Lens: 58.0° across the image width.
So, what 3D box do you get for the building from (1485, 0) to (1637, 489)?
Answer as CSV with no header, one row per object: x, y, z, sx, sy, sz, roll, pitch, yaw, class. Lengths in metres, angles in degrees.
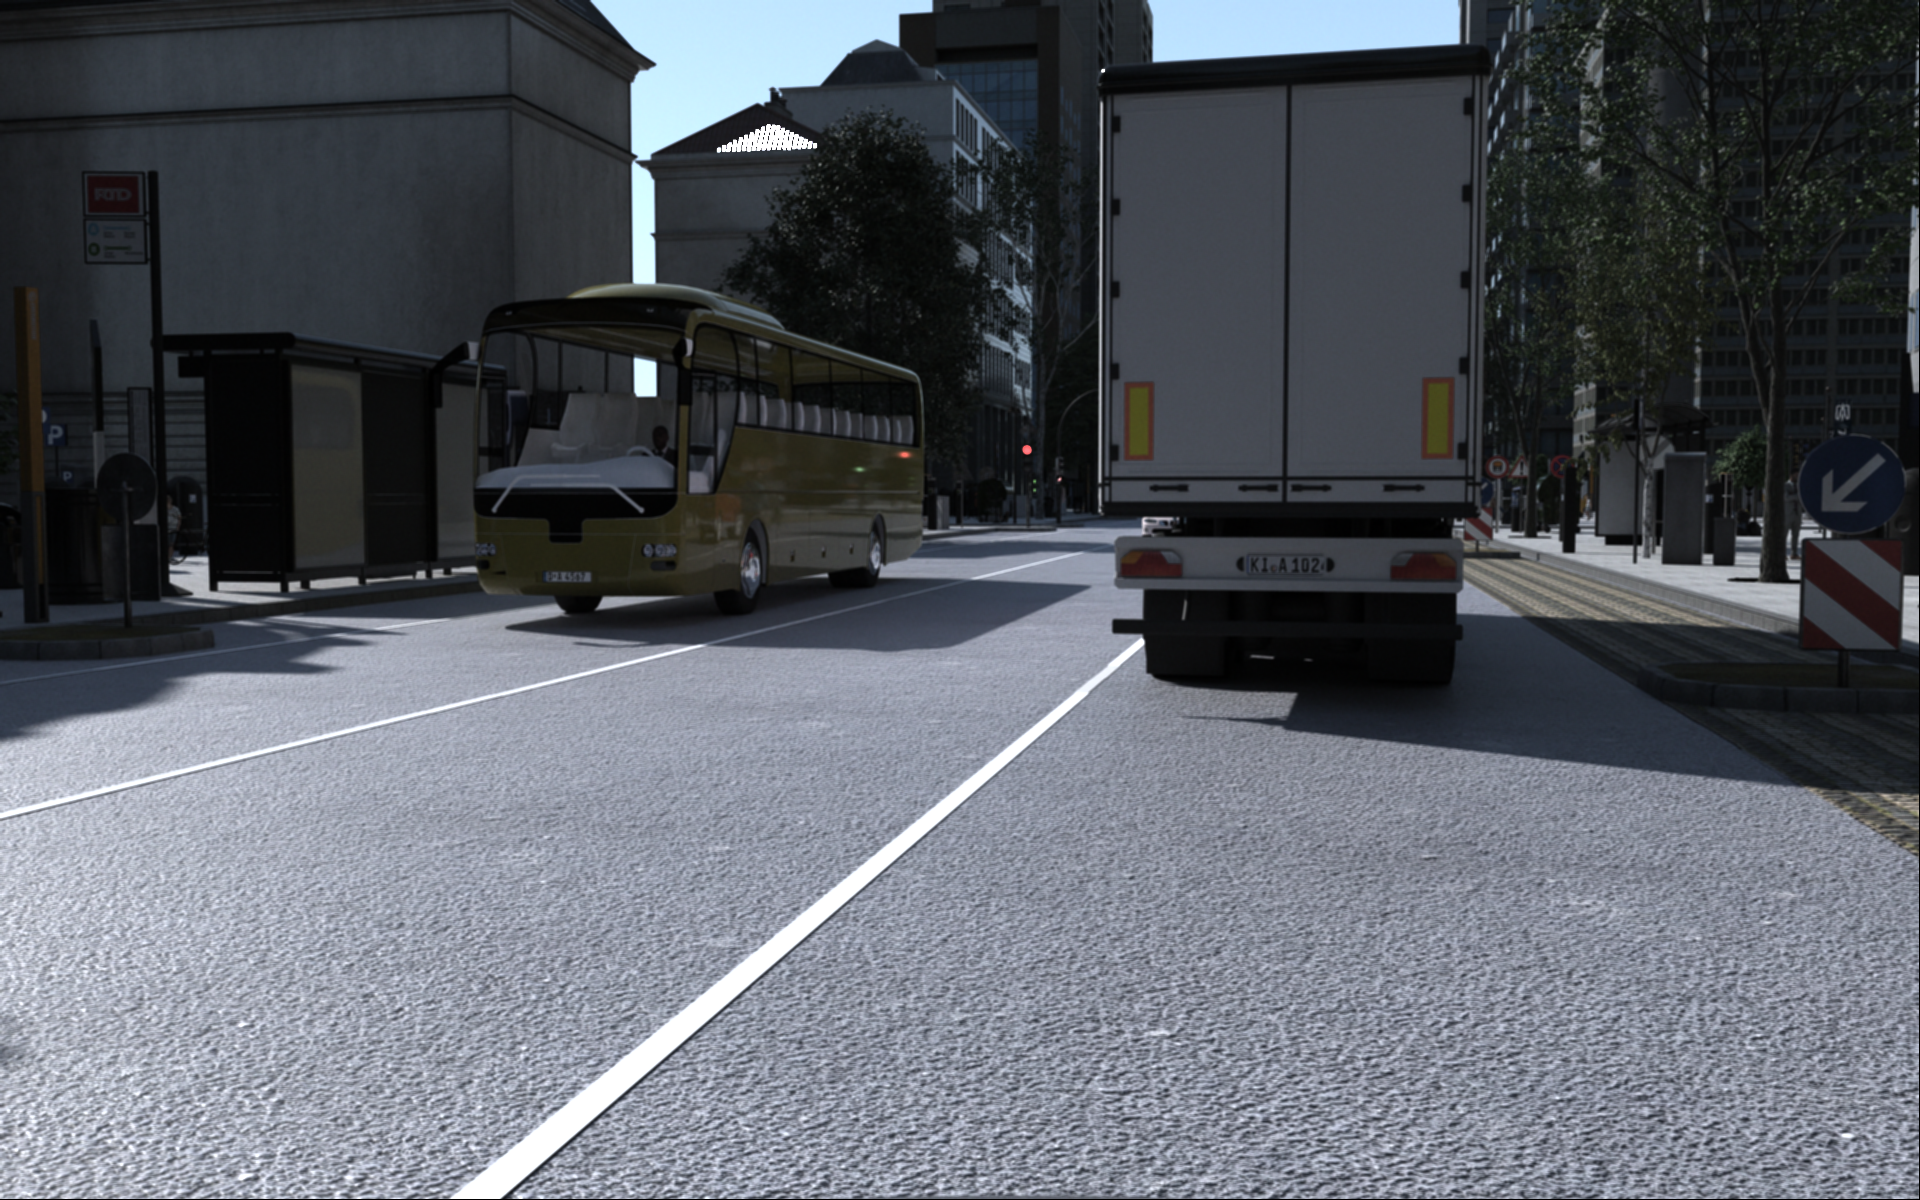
61.815,-33.245,163.170,23.786,49.044,30.456,1,4,12,building

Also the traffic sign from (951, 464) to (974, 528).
0.080,-4.012,65.596,0.884,2.594,0.081,1,4,14,traffic sign

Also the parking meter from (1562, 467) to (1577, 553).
13.294,-1.961,37.767,0.255,1.863,0.399,1,4,18,parking meter

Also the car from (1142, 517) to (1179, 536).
6.985,-2.651,55.704,2.083,1.381,4.827,1,4,13,car

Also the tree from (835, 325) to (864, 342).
-4.835,-7.064,65.855,4.737,8.622,4.395,0,3,0,tree

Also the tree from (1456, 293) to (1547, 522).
23.590,-8.922,80.285,7.601,10.594,8.767,1,4,13,tree

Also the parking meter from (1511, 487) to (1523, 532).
18.902,-3.078,58.737,0.372,1.533,0.369,0,3,0,parking meter

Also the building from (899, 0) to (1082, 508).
3.260,-31.102,158.635,14.600,45.320,14.200,1,4,12,building

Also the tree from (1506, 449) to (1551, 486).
39.103,-8.240,118.442,4.285,4.588,4.351,0,3,0,tree

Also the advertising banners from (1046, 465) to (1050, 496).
5.124,-6.394,100.727,0.090,3.025,2.074,0,4,-1,advertising banners

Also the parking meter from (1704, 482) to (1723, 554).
16.075,-1.749,37.002,0.372,1.533,0.369,0,3,0,parking meter

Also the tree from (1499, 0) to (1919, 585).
11.640,-6.061,24.849,9.928,11.665,9.643,0,3,0,tree

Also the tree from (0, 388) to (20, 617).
-10.521,-1.409,17.643,1.663,3.219,1.824,0,3,0,tree

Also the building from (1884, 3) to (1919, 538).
32.632,-30.197,35.726,21.231,58.520,28.212,1,4,12,building

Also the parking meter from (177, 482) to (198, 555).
-16.223,-1.711,36.384,0.372,1.533,0.369,0,3,0,parking meter

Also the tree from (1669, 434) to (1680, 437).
37.492,-6.573,91.183,4.285,4.588,4.351,0,3,0,tree

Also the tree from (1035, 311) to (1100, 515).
8.210,-11.576,107.395,7.486,12.596,7.792,0,3,0,tree

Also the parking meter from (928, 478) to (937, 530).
-0.982,-3.421,61.648,0.255,1.863,0.399,1,4,14,parking meter

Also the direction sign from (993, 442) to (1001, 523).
1.605,-5.125,75.796,0.379,3.537,0.876,-1,4,-9,direction sign

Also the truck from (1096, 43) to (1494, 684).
3.411,-1.689,16.521,2.839,4.237,11.283,1,4,14,truck

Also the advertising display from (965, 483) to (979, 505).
0.811,-6.111,105.132,0.974,1.923,0.123,0,4,-2,advertising display

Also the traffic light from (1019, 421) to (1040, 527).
2.653,-4.767,66.864,0.839,4.253,0.868,1,4,12,traffic light

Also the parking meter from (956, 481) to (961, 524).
-0.032,-4.223,74.755,0.255,1.863,0.399,0,4,4,parking meter

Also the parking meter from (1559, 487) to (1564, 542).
16.396,-2.347,46.783,0.372,1.533,0.369,0,3,0,parking meter

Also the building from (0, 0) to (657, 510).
-21.100,-11.806,57.658,19.286,19.102,10.561,1,4,12,building

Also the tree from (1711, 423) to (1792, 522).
36.264,-5.811,78.723,4.285,4.588,4.351,0,3,0,tree

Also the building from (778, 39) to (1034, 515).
-2.681,-21.053,121.706,11.434,29.767,29.804,1,4,12,building

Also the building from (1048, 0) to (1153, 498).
19.395,-49.771,251.999,20.563,71.187,20.611,1,4,12,building

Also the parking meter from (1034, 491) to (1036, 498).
5.096,-6.548,115.466,0.372,1.533,0.369,0,3,0,parking meter

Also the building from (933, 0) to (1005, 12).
9.059,-46.528,198.991,20.563,71.187,20.611,1,4,12,building

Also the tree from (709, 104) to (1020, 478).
-2.756,-8.216,51.344,9.611,12.733,9.660,0,3,0,tree

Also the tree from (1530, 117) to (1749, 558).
13.746,-5.157,34.675,4.737,8.622,4.395,0,3,0,tree

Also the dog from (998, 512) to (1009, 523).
1.923,-3.662,76.700,0.406,0.507,0.540,1,4,15,dog

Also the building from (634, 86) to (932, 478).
-8.631,-15.956,97.041,11.583,22.565,21.152,1,4,12,building

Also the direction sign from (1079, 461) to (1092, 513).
8.446,-7.647,117.023,0.876,3.537,0.379,1,4,10,direction sign

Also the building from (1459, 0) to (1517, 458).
65.819,-39.753,191.955,21.231,58.520,28.212,1,4,12,building

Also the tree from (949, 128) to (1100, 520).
4.905,-14.193,87.943,12.611,20.169,13.585,0,3,0,tree

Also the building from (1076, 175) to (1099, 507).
-1.229,-29.814,179.336,32.217,40.220,23.993,1,4,12,building

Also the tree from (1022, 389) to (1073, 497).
6.299,-10.457,121.342,4.737,8.622,4.395,0,3,0,tree

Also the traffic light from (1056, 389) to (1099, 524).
6.349,-6.093,74.289,4.771,5.953,1.251,1,4,12,traffic light

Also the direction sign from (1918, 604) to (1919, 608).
11.005,-1.676,19.401,0.876,3.537,0.379,-2,4,-35,direction sign

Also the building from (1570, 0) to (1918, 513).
59.172,-26.639,127.431,32.217,40.220,23.993,1,4,12,building

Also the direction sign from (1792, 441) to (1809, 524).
36.085,-5.042,74.432,0.876,3.537,0.379,-1,4,-20,direction sign
